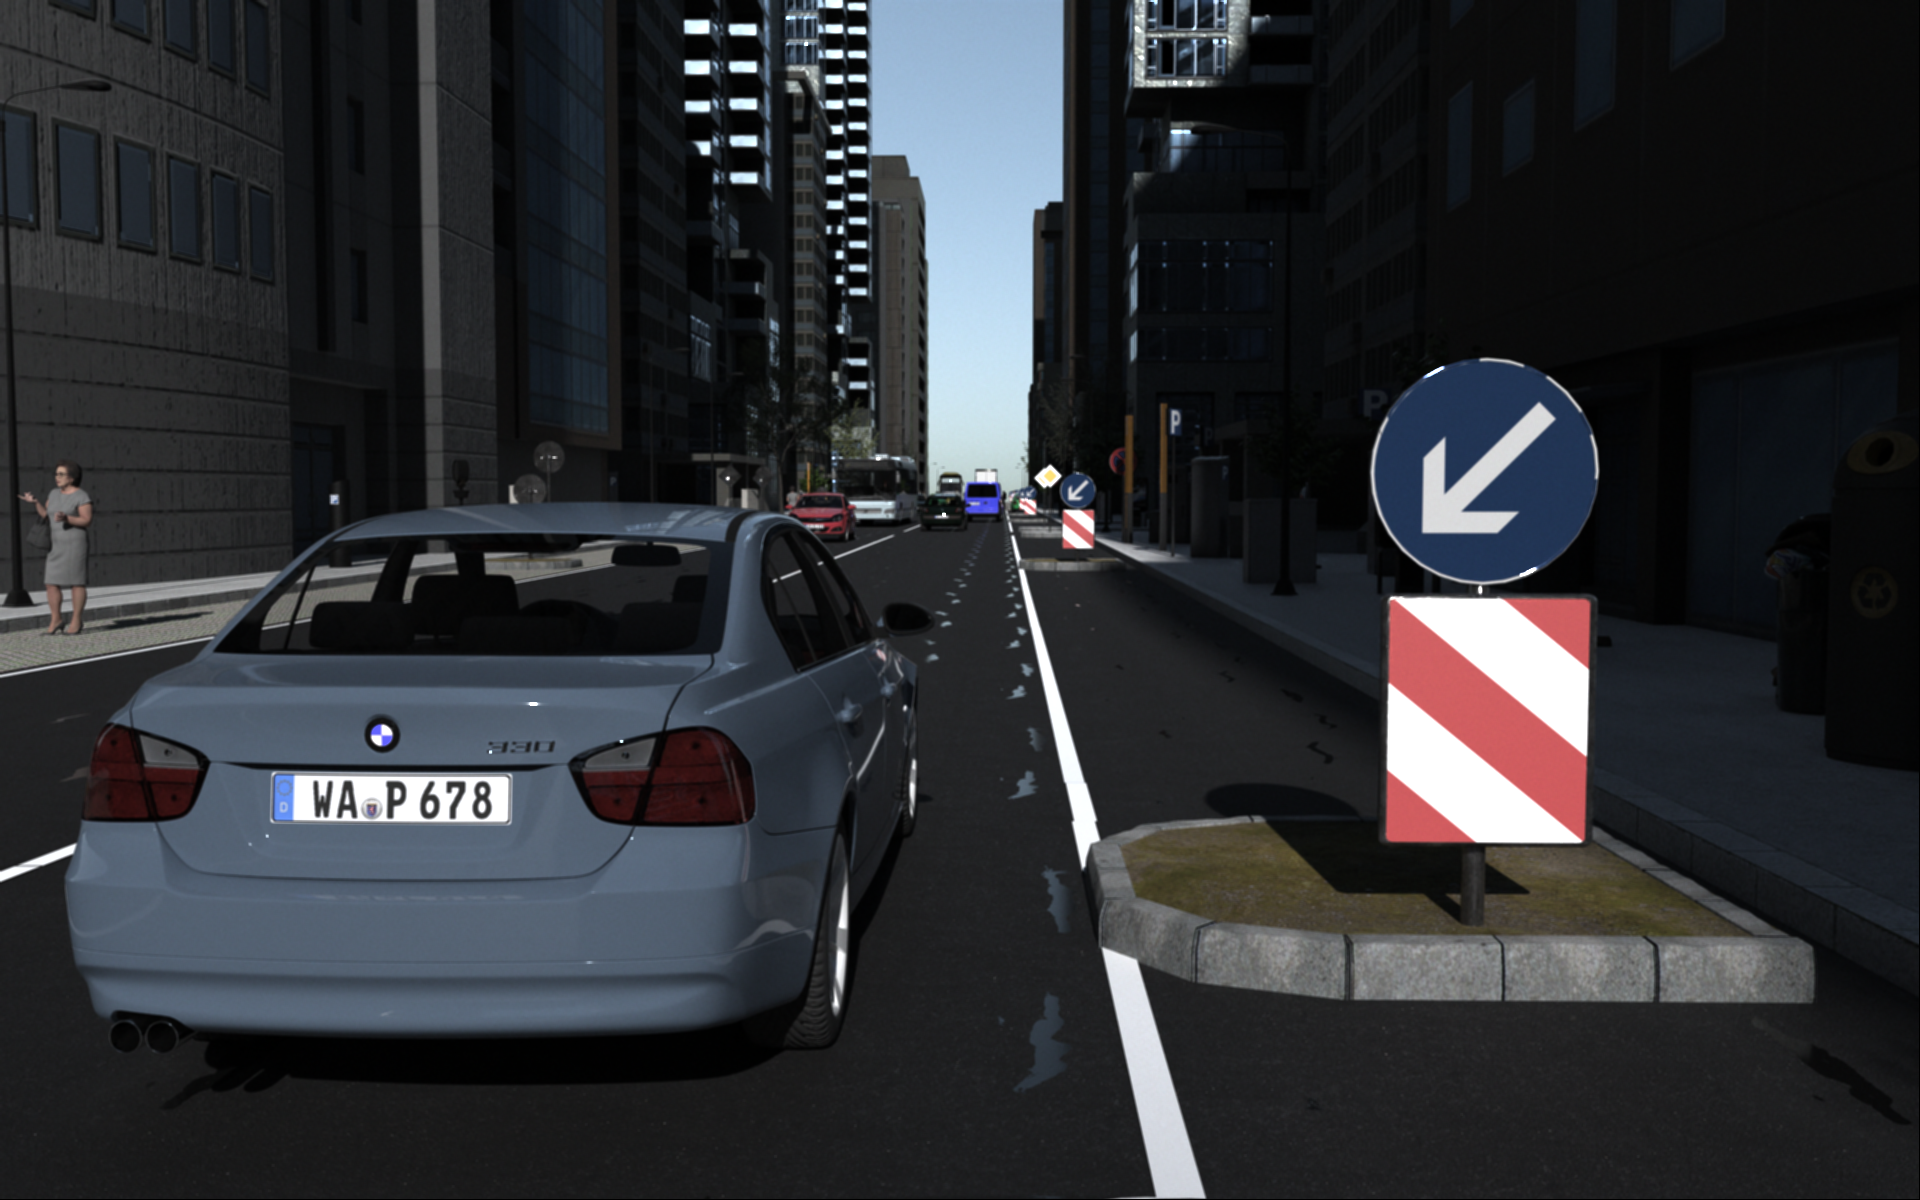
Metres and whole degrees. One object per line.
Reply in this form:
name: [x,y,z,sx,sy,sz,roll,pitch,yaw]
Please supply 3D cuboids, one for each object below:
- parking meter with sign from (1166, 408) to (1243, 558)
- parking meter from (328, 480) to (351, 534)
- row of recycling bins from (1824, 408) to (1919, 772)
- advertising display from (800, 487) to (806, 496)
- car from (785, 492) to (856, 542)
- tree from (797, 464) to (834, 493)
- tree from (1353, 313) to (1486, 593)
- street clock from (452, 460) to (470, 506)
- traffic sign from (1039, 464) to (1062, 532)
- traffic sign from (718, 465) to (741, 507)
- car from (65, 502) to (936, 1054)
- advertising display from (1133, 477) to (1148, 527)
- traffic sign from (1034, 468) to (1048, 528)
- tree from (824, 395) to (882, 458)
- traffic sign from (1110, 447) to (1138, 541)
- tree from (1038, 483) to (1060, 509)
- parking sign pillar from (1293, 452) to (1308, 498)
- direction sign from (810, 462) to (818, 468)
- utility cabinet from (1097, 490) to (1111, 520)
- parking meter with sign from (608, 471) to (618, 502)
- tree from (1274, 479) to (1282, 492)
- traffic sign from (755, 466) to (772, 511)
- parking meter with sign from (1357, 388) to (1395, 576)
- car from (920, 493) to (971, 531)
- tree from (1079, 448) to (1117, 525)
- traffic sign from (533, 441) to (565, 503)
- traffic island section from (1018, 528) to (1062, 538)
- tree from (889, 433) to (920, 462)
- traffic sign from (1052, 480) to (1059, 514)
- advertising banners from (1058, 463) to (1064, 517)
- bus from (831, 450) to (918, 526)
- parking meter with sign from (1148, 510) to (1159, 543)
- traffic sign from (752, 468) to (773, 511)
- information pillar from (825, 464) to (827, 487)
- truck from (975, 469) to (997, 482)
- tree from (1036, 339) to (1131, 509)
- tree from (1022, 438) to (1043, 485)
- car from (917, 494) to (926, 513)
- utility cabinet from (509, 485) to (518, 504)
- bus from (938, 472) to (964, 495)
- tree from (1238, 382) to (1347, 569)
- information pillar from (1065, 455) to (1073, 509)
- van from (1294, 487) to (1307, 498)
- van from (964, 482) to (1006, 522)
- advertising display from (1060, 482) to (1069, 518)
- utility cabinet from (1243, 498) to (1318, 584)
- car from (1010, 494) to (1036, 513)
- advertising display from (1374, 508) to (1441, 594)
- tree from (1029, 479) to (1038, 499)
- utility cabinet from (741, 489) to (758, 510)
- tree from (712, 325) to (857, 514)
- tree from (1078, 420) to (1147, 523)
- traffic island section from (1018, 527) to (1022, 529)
parking meter with sign: [5.049,-2.367,34.969,1.738,3.016,0.543,2,4,34]
parking meter: [-10.850,-1.338,30.289,0.372,1.533,0.369,0,3,0]
row of recycling bins: [4.581,0.009,6.966,1.069,1.692,3.534,0,4,5]
advertising display: [-11.133,-7.339,125.214,0.974,1.923,0.123,2,4,24]
car: [-4.209,-2.683,52.908,2.155,1.783,4.494,0,4,1]
tree: [-9.125,-7.083,110.407,1.663,3.219,1.824,0,3,0]
tree: [5.148,-1.469,18.618,1.663,3.219,1.824,0,3,0]
street clock: [-10.573,-1.967,36.725,0.358,2.002,0.471,-2,4,-34]
traffic sign: [3.027,-3.337,58.195,0.795,2.450,0.064,0,4,1]
traffic sign: [-7.764,-3.354,58.477,0.795,2.450,0.064,0,4,1]
car: [-1.116,0.379,5.800,2.014,1.417,4.499,0,4,2]
advertising display: [6.837,-3.787,67.139,0.974,1.923,0.123,2,4,33]
traffic sign: [3.221,-3.825,66.177,0.795,2.450,0.064,0,4,1]
tree: [-8.190,-10.973,129.776,4.737,8.622,4.395,0,3,0]
traffic sign: [4.445,-2.871,47.053,0.768,2.556,0.104,0,4,4]
tree: [8.215,-9.835,155.397,1.663,3.219,1.824,0,3,0]
parking sign pillar: [13.161,-4.727,65.764,1.447,3.967,1.447,-1,4,-19]
direction sign: [-10.418,-8.013,123.004,0.876,3.537,0.379,3,4,39]
utility cabinet: [7.157,-4.733,86.060,0.318,1.500,1.173,-1,4,-17]
parking meter with sign: [-11.923,-3.807,58.503,1.738,3.016,0.543,3,5,43]
tree: [16.378,-6.148,84.232,4.285,4.588,4.351,0,3,0]
traffic sign: [-8.964,-4.832,79.112,0.768,2.556,0.104,0,4,3]
parking meter with sign: [6.776,-1.922,27.684,0.543,3.016,1.738,0,4,2]
car: [-0.604,-3.571,68.168,2.009,1.686,4.222,0,4,3]
tree: [5.842,-4.788,72.887,1.663,3.219,1.824,0,3,0]
traffic sign: [-9.875,-2.538,41.609,0.768,2.556,0.104,0,4,5]
traffic island section: [3.051,-2.201,58.271,2.009,0.180,2.903,0,4,1]
tree: [-6.659,-15.389,201.971,4.360,8.622,3.978,0,3,0]
traffic sign: [6.078,-6.930,113.404,0.768,2.556,0.104,0,4,3]
advertising banners: [5.676,-6.170,97.072,0.090,3.025,2.074,1,4,11]
bus: [-3.742,-5.211,80.064,2.948,3.499,13.247,0,4,3]
parking meter with sign: [5.705,-2.979,44.967,1.738,3.016,0.543,3,5,40]
traffic sign: [-7.569,-3.842,66.460,0.795,2.450,0.064,0,4,1]
information pillar: [-10.361,-8.731,134.098,0.183,3.616,0.504,-1,4,-8]
truck: [3.072,-12.984,201.205,2.839,4.237,11.283,0,4,1]
tree: [6.015,-8.063,82.192,4.360,8.622,3.978,0,3,0]
tree: [9.858,-16.758,224.355,4.737,8.622,4.395,0,3,0]
car: [-3.109,-6.689,119.157,2.009,1.686,4.222,0,4,-1]
utility cabinet: [-9.931,-1.891,39.594,0.318,1.500,1.173,1,4,9]
bus: [-1.053,-12.572,197.096,2.896,3.916,12.252,0,4,0]
tree: [5.877,-2.161,29.936,1.663,3.219,1.824,0,3,0]
information pillar: [6.385,-6.732,101.429,0.504,3.616,0.183,1,4,20]
van: [14.147,-3.410,62.768,4.112,2.044,2.013,0,4,1]
van: [1.239,-5.213,89.624,2.240,2.365,5.245,0,4,3]
advertising display: [5.654,-5.410,93.672,0.123,1.923,0.974,-1,4,-23]
utility cabinet: [4.609,-0.845,24.976,1.020,1.237,0.306,-1,4,-10]
car: [4.657,-7.288,127.953,1.959,1.807,4.718,0,4,0]
advertising display: [5.805,-1.046,22.324,0.974,1.923,0.123,-1,4,-16]
tree: [8.503,-12.067,191.894,1.663,3.219,1.824,0,3,0]
utility cabinet: [-9.059,-4.045,74.807,0.318,1.500,1.173,1,4,16]
tree: [-9.695,-9.807,94.765,8.767,10.594,7.601,0,4,4]
tree: [6.702,-5.693,76.797,4.285,4.588,4.351,0,3,0]
traffic island section: [3.245,-2.689,66.254,2.009,0.180,2.903,0,4,1]
